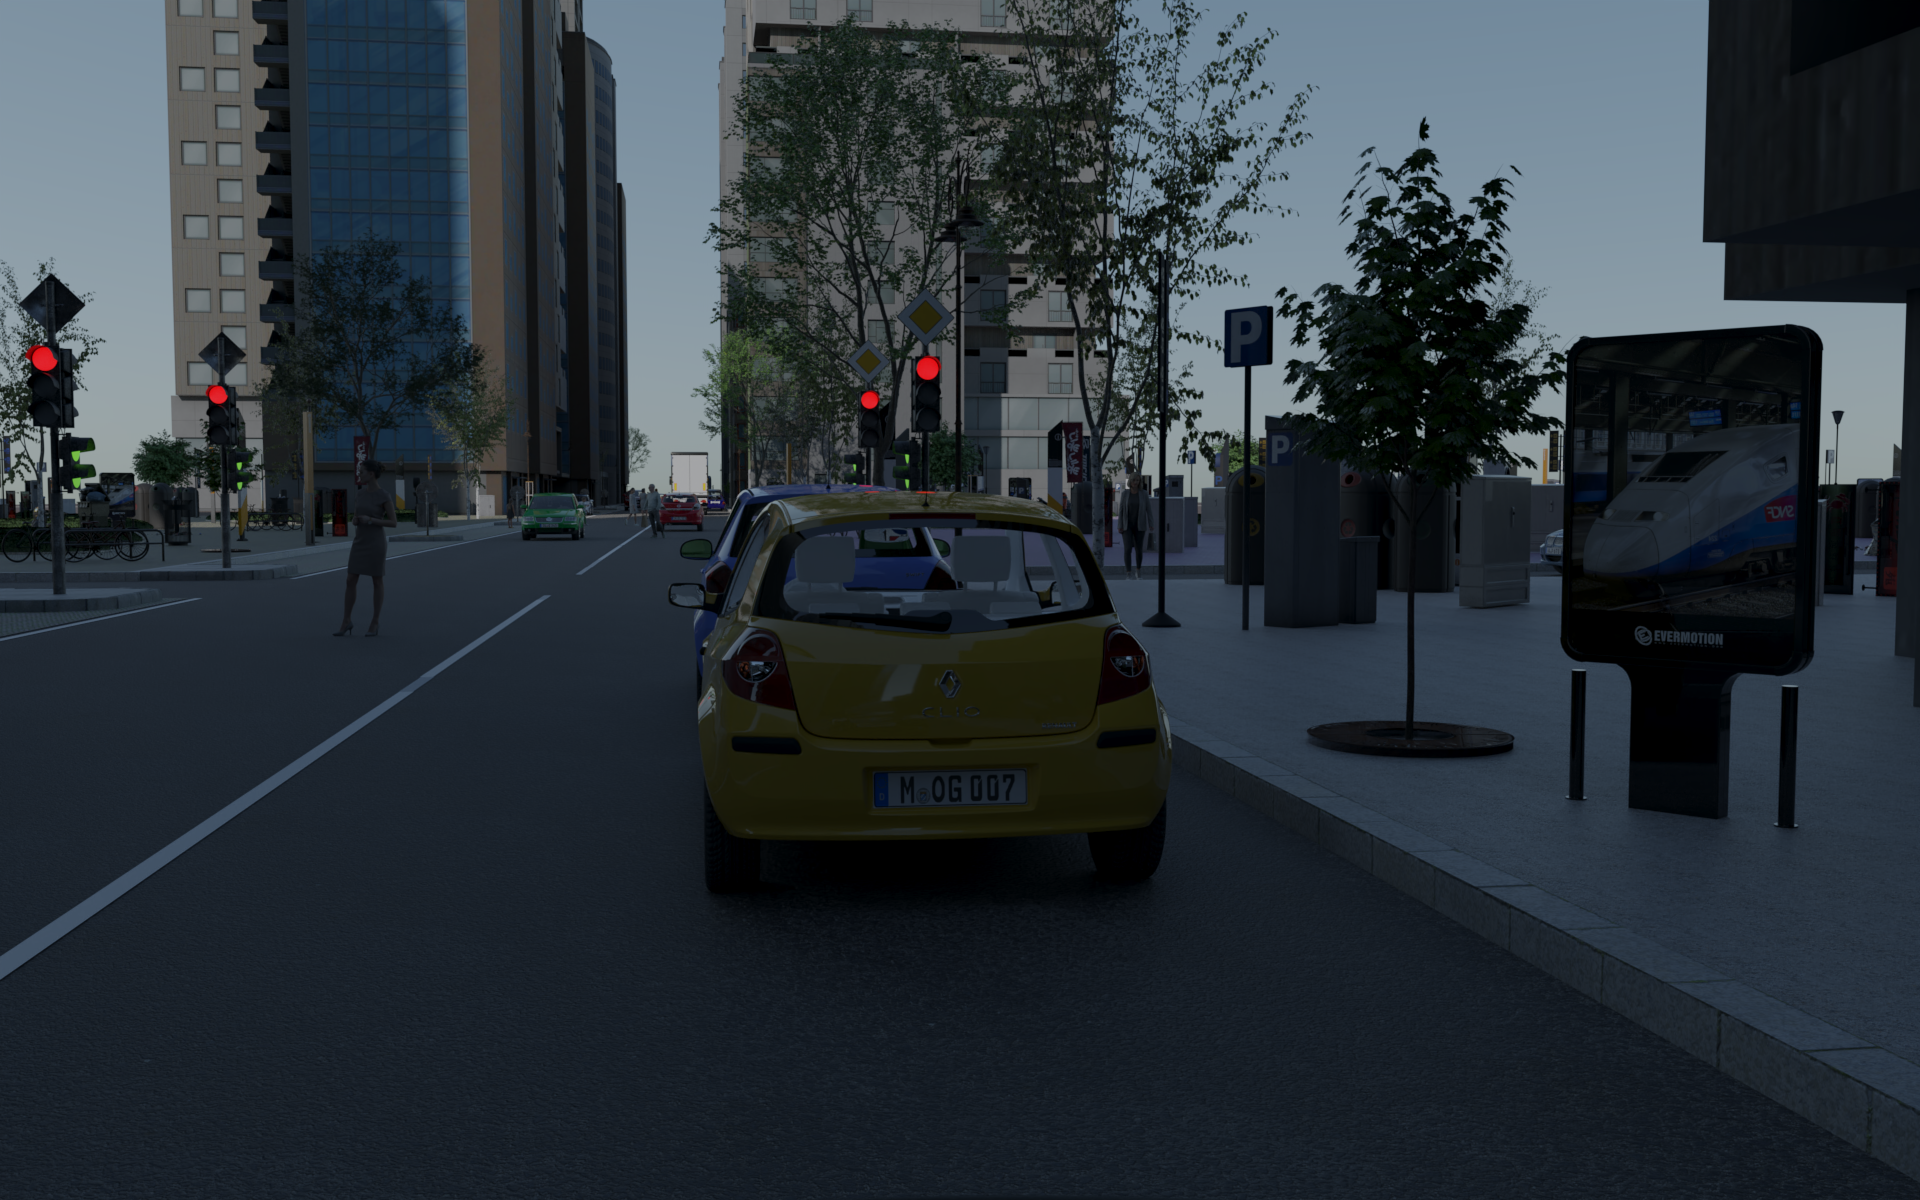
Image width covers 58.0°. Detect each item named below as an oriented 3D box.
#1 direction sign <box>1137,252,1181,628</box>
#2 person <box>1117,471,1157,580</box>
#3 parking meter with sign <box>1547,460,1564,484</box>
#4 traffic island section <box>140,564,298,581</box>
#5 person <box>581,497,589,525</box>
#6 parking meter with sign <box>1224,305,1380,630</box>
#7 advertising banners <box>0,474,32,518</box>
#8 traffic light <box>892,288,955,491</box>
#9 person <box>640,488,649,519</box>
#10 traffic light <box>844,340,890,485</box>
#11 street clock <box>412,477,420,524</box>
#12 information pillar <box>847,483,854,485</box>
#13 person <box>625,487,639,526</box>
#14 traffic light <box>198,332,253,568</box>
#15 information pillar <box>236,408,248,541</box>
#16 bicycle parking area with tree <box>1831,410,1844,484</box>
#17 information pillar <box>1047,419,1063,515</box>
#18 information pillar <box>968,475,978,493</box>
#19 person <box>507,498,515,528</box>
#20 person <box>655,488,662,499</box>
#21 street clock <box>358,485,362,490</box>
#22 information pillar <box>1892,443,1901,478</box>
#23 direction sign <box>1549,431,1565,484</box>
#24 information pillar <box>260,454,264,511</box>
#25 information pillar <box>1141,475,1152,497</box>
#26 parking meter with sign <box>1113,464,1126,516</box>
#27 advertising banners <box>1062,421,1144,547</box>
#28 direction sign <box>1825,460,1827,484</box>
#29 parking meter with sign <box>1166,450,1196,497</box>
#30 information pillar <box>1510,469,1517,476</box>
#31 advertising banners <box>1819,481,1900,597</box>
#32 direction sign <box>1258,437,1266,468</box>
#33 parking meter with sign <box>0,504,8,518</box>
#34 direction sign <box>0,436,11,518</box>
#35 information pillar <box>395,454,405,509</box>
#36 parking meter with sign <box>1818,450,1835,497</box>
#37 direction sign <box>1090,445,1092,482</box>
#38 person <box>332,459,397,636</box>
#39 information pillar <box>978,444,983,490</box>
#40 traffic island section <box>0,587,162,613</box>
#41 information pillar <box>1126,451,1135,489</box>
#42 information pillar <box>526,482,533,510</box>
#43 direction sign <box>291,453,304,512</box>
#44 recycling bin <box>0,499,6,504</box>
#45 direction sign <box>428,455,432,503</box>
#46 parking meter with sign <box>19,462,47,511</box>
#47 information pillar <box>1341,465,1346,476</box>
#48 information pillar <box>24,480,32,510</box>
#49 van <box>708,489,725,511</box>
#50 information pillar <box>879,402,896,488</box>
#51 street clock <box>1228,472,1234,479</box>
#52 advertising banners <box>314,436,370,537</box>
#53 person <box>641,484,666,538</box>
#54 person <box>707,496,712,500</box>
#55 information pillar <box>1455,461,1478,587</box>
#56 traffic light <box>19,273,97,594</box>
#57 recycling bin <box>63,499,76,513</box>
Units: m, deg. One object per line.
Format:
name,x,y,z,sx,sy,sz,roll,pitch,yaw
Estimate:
direction sign,1.953,-1.510,16.690,0.379,3.537,0.876,1,4,12
person,2.947,-1.211,28.487,0.709,1.800,0.728,1,4,10
parking meter with sign,30.440,-5.655,88.718,0.543,3.016,1.738,-1,4,-12
traffic island section,-12.766,-0.479,30.111,2.009,0.180,2.903,-1,4,-9
person,-17.291,-4.072,79.321,0.590,1.304,0.306,-2,4,-26
parking meter with sign,3.351,-1.254,16.770,1.738,3.016,0.543,-3,4,-38
advertising banners,-41.774,-4.896,76.234,0.090,3.025,2.074,1,4,19
traffic light,-0.494,-2.131,23.771,0.839,4.253,0.868,-1,4,-9
person,-18.155,-5.585,100.180,0.716,1.782,0.532,1,4,23
traffic light,-1.692,-2.614,31.666,0.839,4.253,0.868,-1,4,-9
street clock,-23.304,-4.266,74.312,0.358,2.002,0.471,-1,4,-9
information pillar,-5.286,-4.849,83.778,0.304,2.012,0.304,0,4,7
person,-14.780,-4.211,78.108,0.466,1.731,0.760,2,4,32
traffic light,-12.725,-2.511,29.982,0.839,4.253,0.868,-1,4,-9
information pillar,-19.612,-3.421,47.295,0.183,3.616,0.504,0,4,-2
bicycle parking area with tree,27.674,-4.382,58.648,8.231,4.147,9.016,-1,4,-9
information pillar,2.998,-3.853,54.352,0.504,3.616,0.183,0,4,-5
information pillar,0.500,-3.848,67.405,0.304,2.012,0.304,-1,4,-22
person,-18.771,-3.620,72.361,0.362,1.253,0.373,2,4,28
person,-20.781,-6.738,118.676,1.348,1.824,0.705,2,4,34
street clock,-35.515,-5.991,102.520,0.358,2.002,0.471,-1,4,-20
information pillar,43.294,-5.421,79.992,0.183,3.616,0.504,-2,4,-30
direction sign,21.307,-4.251,61.499,0.379,3.537,0.876,-3,5,-41
information pillar,-40.778,-6.717,101.178,0.183,3.616,0.504,-2,4,-28
information pillar,7.114,-3.766,66.064,0.304,2.012,0.304,2,4,35
parking meter with sign,9.258,-6.325,99.668,0.543,3.016,1.738,3,5,40
advertising banners,3.473,-2.785,41.725,2.074,3.025,0.090,1,4,10
direction sign,52.741,-6.946,105.557,0.379,3.537,0.876,2,4,28
parking meter with sign,8.483,-4.440,68.856,1.738,3.016,0.543,-1,4,-22
information pillar,34.231,-7.086,107.215,0.504,3.616,0.183,3,4,38
advertising banners,11.657,-1.550,21.531,0.090,3.025,2.074,-3,4,-38
direction sign,12.362,-4.733,69.381,0.876,3.537,0.379,-1,4,-14
parking meter with sign,-40.486,-4.647,72.235,0.543,3.016,1.738,0,4,7
direction sign,-37.176,-4.604,67.264,0.876,3.537,0.379,1,4,20
information pillar,-32.481,-6.676,100.512,0.504,3.616,0.183,0,4,6
parking meter with sign,33.575,-4.422,68.564,0.543,3.016,1.738,-3,4,-38
direction sign,5.652,-5.080,75.063,0.379,3.537,0.876,3,5,43
person,-6.004,-0.527,17.465,0.599,1.781,0.374,1,4,19
information pillar,0.968,-5.493,81.161,0.183,3.616,0.504,-1,4,-21
traffic island section,-11.568,0.004,22.216,2.009,0.180,2.903,-1,4,-9
information pillar,9.345,-6.335,94.935,0.504,3.616,0.183,1,4,8
information pillar,-25.388,-5.975,102.175,0.304,2.012,0.304,-3,5,-42
direction sign,-36.418,-6.322,95.355,0.379,3.537,0.876,2,4,26
recycling bin,-54.462,-5.259,98.545,0.722,1.027,0.722,2,4,24
direction sign,-30.463,-6.579,99.570,0.379,3.537,0.876,-2,4,-29
parking meter with sign,-50.152,-5.957,93.651,0.543,3.016,1.738,0,4,7
information pillar,7.726,-2.637,34.462,0.504,3.616,0.183,0,4,-3
information pillar,-49.531,-5.357,92.075,0.304,2.012,0.304,-2,4,-30
van,-21.259,-8.711,149.441,2.013,2.044,4.112,-1,4,-9
information pillar,-1.767,-3.074,41.610,0.504,3.616,0.183,0,4,-7
street clock,9.029,-3.243,57.594,0.358,2.002,0.471,0,4,2
advertising banners,-18.721,-3.422,52.143,2.074,3.025,0.090,0,4,6
person,-10.002,-2.893,56.287,0.782,1.767,0.515,2,4,28
person,-19.112,-7.347,129.335,1.217,1.736,0.721,0,4,5
information pillar,6.986,-1.198,24.078,0.304,2.012,0.304,3,5,39
traffic light,-11.527,-2.029,22.087,0.839,4.253,0.868,-1,4,-9
recycling bin,-49.726,-5.126,96.360,0.722,1.027,0.722,3,4,36
